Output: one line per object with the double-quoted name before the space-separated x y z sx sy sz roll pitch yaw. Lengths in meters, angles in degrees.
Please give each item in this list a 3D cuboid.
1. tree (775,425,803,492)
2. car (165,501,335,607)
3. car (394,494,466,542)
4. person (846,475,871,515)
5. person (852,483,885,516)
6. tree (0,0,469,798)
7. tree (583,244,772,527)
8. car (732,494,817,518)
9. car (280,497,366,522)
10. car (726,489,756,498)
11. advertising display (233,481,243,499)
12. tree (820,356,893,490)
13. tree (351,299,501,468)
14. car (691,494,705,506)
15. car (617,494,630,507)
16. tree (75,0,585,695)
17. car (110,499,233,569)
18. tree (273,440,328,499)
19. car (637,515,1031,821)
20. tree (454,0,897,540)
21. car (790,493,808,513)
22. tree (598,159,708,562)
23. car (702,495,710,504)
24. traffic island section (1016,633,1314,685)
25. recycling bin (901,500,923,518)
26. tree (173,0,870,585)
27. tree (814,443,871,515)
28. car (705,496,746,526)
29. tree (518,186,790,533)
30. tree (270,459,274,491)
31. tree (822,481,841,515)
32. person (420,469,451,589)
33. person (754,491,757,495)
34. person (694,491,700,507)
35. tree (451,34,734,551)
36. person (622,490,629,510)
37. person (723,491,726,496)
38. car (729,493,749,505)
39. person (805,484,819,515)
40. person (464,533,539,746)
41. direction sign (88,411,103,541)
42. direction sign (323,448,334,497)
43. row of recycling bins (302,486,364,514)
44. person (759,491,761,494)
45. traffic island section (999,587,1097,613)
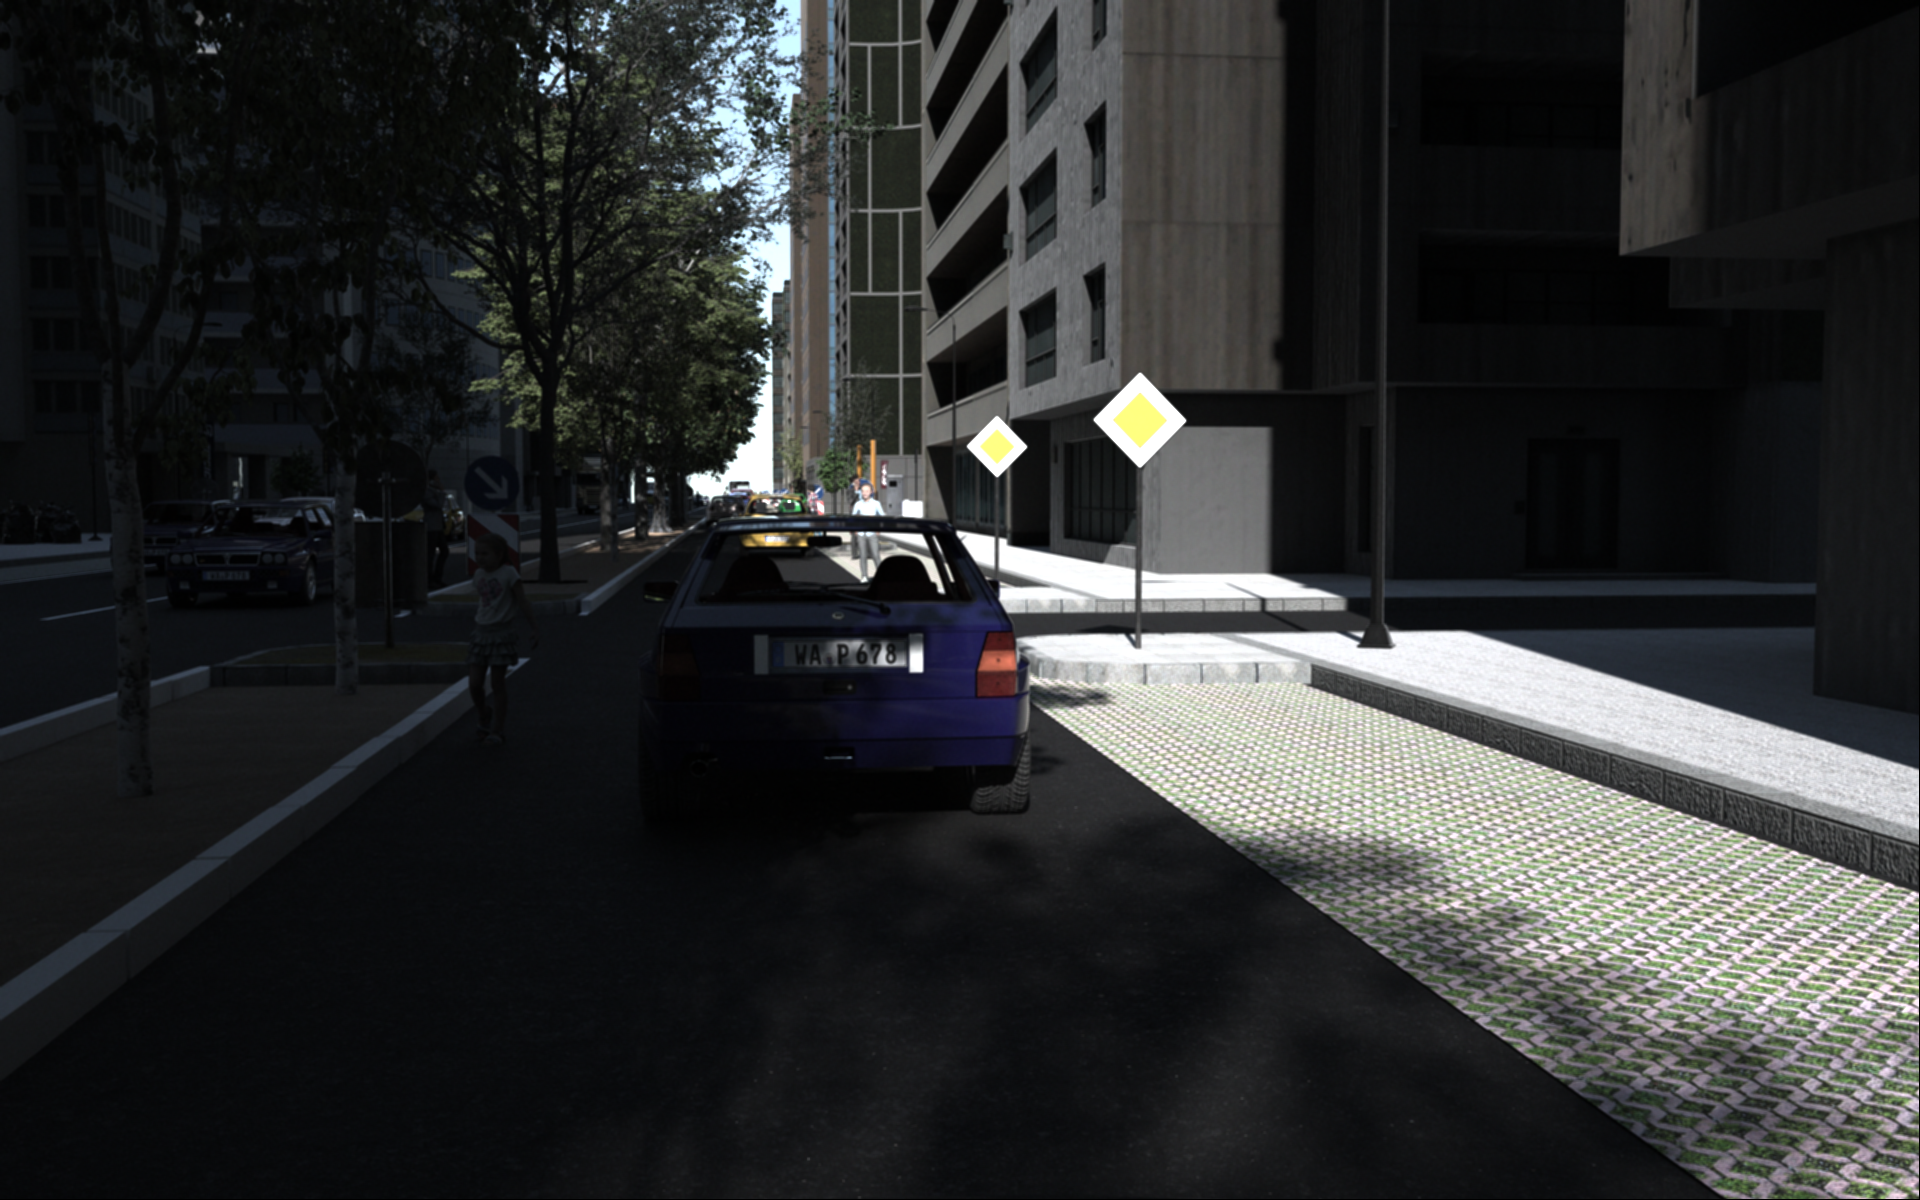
"tree" -17.089 -14.039 179.900 4.737 8.622 4.395 0 3 0
"car" -9.328 -0.654 23.270 1.945 1.354 3.894 0 4 -8
"car" -16.241 -2.621 53.079 2.015 1.641 3.980 -1 4 -9
"person" -2.145 -1.799 37.720 0.655 1.846 0.447 -2 4 -24
"person" -1.447 -1.028 27.125 0.589 1.601 0.330 1 4 18
"tree" -3.854 -3.357 7.704 4.360 8.622 3.978 0 3 0
"tree" -12.239 -10.088 74.050 9.857 13.997 8.962 0 3 0
"car" -4.315 -1.848 40.431 2.015 1.641 3.980 0 4 -7
"car" -14.912 -1.669 39.656 2.083 1.381 4.827 0 4 -6
"car" -15.261 -6.887 121.283 2.281 1.827 5.304 0 4 -7
"advertising display" -36.537 -5.036 87.559 0.974 1.923 0.123 3 5 40
"tree" -5.697 -8.705 92.687 4.360 8.622 3.978 0 3 0
"tree" -26.137 -9.136 83.788 8.767 10.594 7.601 1 4 8
"car" -31.479 -12.047 206.762 2.009 1.686 4.222 0 4 -7
"car" -36.761 -10.737 187.544 2.014 1.417 4.499 0 4 -7
"tree" -4.435 -3.638 12.308 4.737 8.622 4.395 0 3 0
"car" -14.261 -1.181 31.884 1.945 1.354 3.894 -1 4 -9
"tree" -23.548 -4.138 62.260 1.663 3.219 1.824 0 3 0
"car" -0.696 0.218 9.012 1.945 1.354 3.894 0 4 -6
"tree" -8.565 -11.871 52.438 12.611 20.169 13.585 0 3 0
"car" -10.422 -6.069 108.032 1.959 1.807 4.718 -1 4 -9
"tree" -7.200 -5.079 35.864 4.360 8.622 3.978 0 3 0
"car" -35.958 -14.071 242.639 1.945 1.354 3.894 -1 4 -9
"traffic island section" 1.497 0.483 14.388 2.009 0.180 2.903 0 4 -7
"recycling bin" -1.698 -2.962 60.990 0.722 1.027 0.722 0 4 -8
"tree" -6.620 -7.011 27.453 12.009 13.543 11.850 0 3 0
"tree" -7.025 -7.345 103.811 4.285 4.588 4.351 0 3 0
"car" -10.516 -4.034 78.320 2.083 1.381 4.827 0 4 -7
"tree" -11.086 -8.819 63.661 9.611 12.733 9.660 0 3 0
"tree" -32.165 -5.362 82.263 1.663 3.219 1.824 0 3 0
"tree" -8.068 -6.970 108.555 1.663 3.219 1.824 0 3 0
"person" -7.971 -1.079 26.331 0.473 1.802 0.592 0 4 6
"person" -26.670 -13.305 226.054 1.348 1.823 0.705 0 4 -3
"person" -28.861 -11.119 190.380 0.705 1.814 1.350 -2 4 -34
"tree" -8.617 -7.454 42.453 7.486 12.596 7.792 0 3 0
"person" -29.736 -8.884 154.197 0.568 1.767 0.683 3 5 40
"person" -21.936 -9.308 161.618 0.436 1.711 0.756 0 4 7
"car" -14.452 -6.313 112.802 1.945 1.707 3.694 0 4 -8
"person" -4.374 -2.608 51.977 0.643 1.720 0.563 -1 4 -16
"person" -2.615 0.217 9.962 0.505 1.210 0.382 1 4 18
"direction sign" -23.812 -3.401 47.597 0.379 3.537 0.876 -1 4 -17
"direction sign" -24.109 -4.534 66.132 0.379 3.537 0.876 0 4 3
"row of recycling bins" -31.957 -4.915 87.479 3.534 1.692 1.069 -1 4 -14
"person" -19.327 -9.730 168.108 1.217 1.766 0.721 1 4 22
"traffic island section" 0.493 -0.002 22.310 2.009 0.180 2.903 0 4 -7
